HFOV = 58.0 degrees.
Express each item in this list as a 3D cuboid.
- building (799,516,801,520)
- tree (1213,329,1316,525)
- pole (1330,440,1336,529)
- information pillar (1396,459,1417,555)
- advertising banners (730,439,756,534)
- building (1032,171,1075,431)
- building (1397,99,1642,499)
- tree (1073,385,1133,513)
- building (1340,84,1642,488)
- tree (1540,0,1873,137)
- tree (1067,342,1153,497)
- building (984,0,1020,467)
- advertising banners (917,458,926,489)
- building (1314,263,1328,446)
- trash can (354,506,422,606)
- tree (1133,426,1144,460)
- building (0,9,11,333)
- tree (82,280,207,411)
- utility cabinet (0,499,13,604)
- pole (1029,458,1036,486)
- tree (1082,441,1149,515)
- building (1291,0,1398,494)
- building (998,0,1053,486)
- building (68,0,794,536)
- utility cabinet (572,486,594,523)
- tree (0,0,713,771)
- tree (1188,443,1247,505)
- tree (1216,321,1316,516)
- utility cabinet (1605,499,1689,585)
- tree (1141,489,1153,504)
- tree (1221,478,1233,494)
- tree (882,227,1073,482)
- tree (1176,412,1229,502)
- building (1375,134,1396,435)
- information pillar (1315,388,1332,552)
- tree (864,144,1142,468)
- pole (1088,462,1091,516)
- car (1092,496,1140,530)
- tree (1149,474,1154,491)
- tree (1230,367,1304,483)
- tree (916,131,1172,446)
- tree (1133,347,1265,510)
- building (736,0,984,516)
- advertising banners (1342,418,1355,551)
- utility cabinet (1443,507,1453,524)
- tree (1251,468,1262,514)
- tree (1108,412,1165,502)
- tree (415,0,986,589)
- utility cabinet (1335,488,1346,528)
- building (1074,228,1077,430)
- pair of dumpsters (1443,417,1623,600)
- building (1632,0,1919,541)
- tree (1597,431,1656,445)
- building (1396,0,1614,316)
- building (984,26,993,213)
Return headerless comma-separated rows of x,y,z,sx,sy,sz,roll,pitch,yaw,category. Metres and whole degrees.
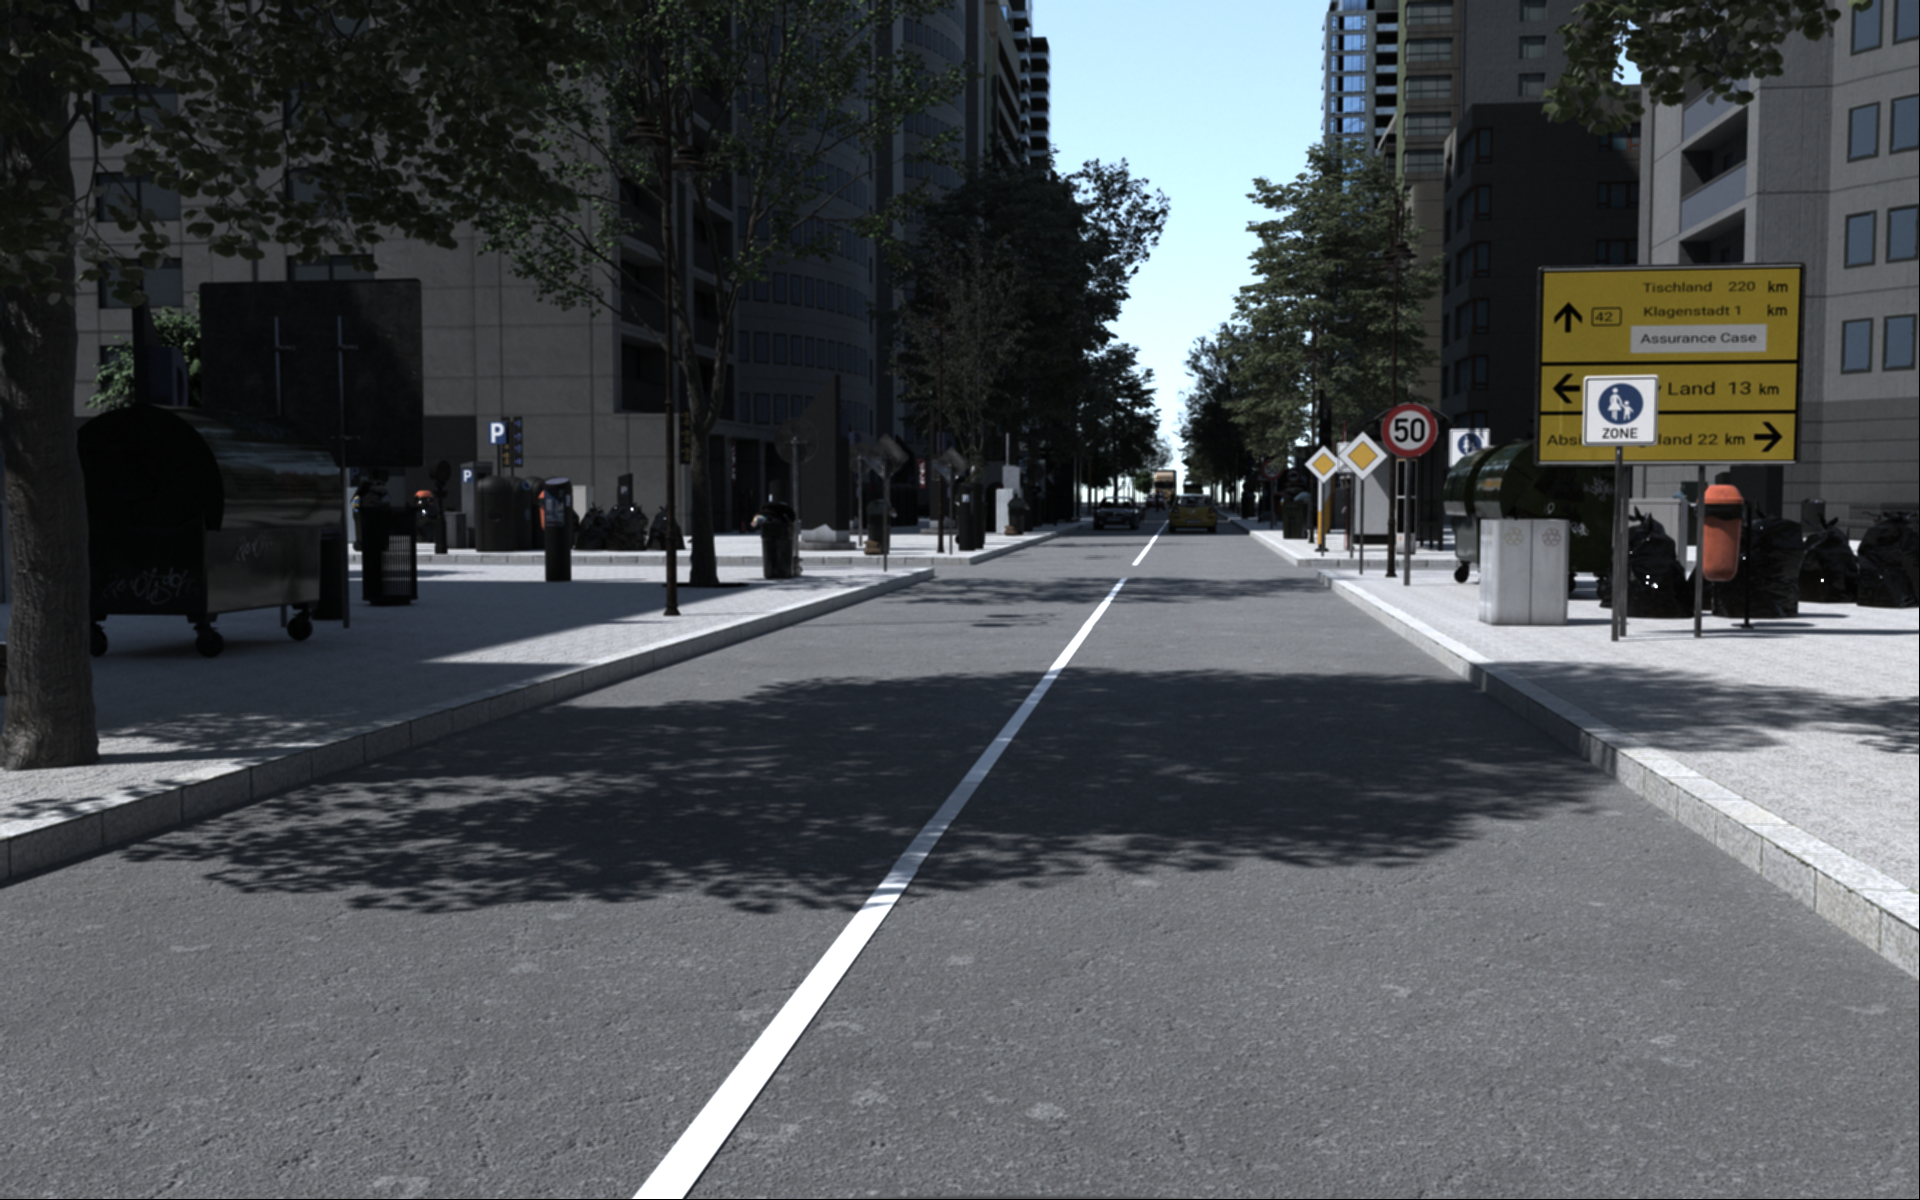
-15.731,-33.809,94.783,21.231,58.520,28.212,0,4,7,building
13.014,-7.471,72.516,4.360,8.622,3.978,0,3,0,tree
13.673,-4.263,63.547,0.158,3.312,0.155,0,3,0,pole
9.449,-1.968,36.664,0.304,2.012,0.304,-2,4,-27,information pillar
-7.086,-3.687,56.477,0.090,3.025,2.074,1,4,16,advertising banners
8.800,-36.341,244.280,14.600,45.320,14.200,0,4,7,building
38.252,-14.955,89.557,27.650,21.520,28.899,0,4,7,building
8.614,-10.198,117.095,4.360,8.622,3.978,0,3,0,tree
51.905,-28.542,158.537,32.217,40.220,23.993,0,4,7,building
5.267,-5.457,7.351,7.486,12.596,7.792,0,3,0,tree
11.524,-12.922,129.402,7.486,12.596,7.792,0,3,0,tree
-5.860,-33.185,166.275,21.300,48.544,21.600,0,4,7,building
-1.178,-5.409,84.631,2.074,3.025,0.090,2,4,24,advertising banners
64.638,-34.278,252.328,32.217,40.220,23.993,0,4,7,building
-6.596,-0.512,20.018,0.748,1.137,0.748,0,3,0,trash can
15.949,-13.175,165.779,4.360,8.622,3.978,0,3,0,tree
-55.071,-23.119,69.879,23.993,40.220,32.217,0,4,7,building
-11.670,-2.635,26.791,4.285,4.588,4.351,0,3,0,tree
-11.712,-0.559,20.297,1.020,1.237,0.306,-1,4,-11,utility cabinet
3.575,-5.523,84.150,0.158,3.312,0.155,0,3,0,pole
8.433,-7.528,106.789,4.285,4.588,4.351,0,3,0,tree
55.635,-55.764,224.415,22.319,86.520,31.000,0,4,7,building
1.424,-55.570,221.239,22.319,86.520,31.000,0,4,7,building
-17.117,-38.147,61.949,20.563,71.187,20.611,0,4,7,building
-10.304,-2.311,46.456,1.173,1.500,0.318,3,4,36,utility cabinet
-4.349,-5.516,8.319,7.486,12.596,7.792,0,3,0,tree
29.885,-15.943,195.079,8.767,10.594,7.601,-1,4,-12,tree
16.869,-10.744,101.412,9.928,11.665,9.643,0,3,0,tree
9.466,-0.778,23.886,1.020,1.237,0.306,3,5,43,utility cabinet
25.548,-14.772,236.116,1.663,3.219,1.824,0,3,0,tree
27.936,-11.351,180.192,1.663,3.219,1.824,0,3,0,tree
0.157,-5.912,47.030,4.360,8.622,3.978,0,3,0,tree
36.728,-21.175,252.872,9.857,13.997,8.962,0,3,0,tree
40.885,-22.587,141.001,14.160,30.474,14.107,0,4,7,building
8.135,-2.893,38.655,0.183,3.616,0.504,3,4,37,information pillar
1.736,-9.551,62.814,9.857,13.997,8.962,0,3,0,tree
7.604,-6.599,101.732,0.158,3.312,0.155,0,3,0,pole
6.364,-3.528,70.262,1.945,1.354,3.894,1,4,8,car
22.848,-14.233,216.425,4.285,4.588,4.351,0,3,0,tree
16.293,-8.669,92.101,4.737,8.622,4.395,0,3,0,tree
4.236,-14.424,91.727,12.611,20.169,13.585,0,3,0,tree
22.024,-14.105,140.985,12.009,13.543,11.850,0,3,0,tree
-10.281,-35.771,126.862,21.231,58.520,28.212,0,4,7,building
8.875,-2.654,39.584,0.090,3.025,2.074,0,4,6,advertising banners
20.517,-3.911,72.616,0.318,1.500,1.173,-2,4,-31,utility cabinet
19.249,-7.222,112.689,1.663,3.219,1.824,0,3,0,tree
18.540,-15.495,187.758,7.601,10.594,8.767,-1,4,-10,tree
-3.499,-5.995,23.766,9.928,11.665,9.643,0,3,0,tree
14.090,-3.406,64.365,1.173,1.500,0.318,-1,4,-12,utility cabinet
10.116,-35.179,258.770,14.154,41.232,14.086,0,4,7,building
7.511,-1.247,22.881,1.574,2.255,4.437,0,4,7,pair of dumpsters
37.580,-31.174,51.692,28.212,58.520,21.231,0,4,7,building
24.370,-5.183,68.456,4.285,4.588,4.351,0,3,0,tree
38.774,-27.092,126.541,14.154,41.232,14.086,0,4,7,building
-4.964,-28.403,147.983,14.154,41.232,14.086,0,4,7,building
